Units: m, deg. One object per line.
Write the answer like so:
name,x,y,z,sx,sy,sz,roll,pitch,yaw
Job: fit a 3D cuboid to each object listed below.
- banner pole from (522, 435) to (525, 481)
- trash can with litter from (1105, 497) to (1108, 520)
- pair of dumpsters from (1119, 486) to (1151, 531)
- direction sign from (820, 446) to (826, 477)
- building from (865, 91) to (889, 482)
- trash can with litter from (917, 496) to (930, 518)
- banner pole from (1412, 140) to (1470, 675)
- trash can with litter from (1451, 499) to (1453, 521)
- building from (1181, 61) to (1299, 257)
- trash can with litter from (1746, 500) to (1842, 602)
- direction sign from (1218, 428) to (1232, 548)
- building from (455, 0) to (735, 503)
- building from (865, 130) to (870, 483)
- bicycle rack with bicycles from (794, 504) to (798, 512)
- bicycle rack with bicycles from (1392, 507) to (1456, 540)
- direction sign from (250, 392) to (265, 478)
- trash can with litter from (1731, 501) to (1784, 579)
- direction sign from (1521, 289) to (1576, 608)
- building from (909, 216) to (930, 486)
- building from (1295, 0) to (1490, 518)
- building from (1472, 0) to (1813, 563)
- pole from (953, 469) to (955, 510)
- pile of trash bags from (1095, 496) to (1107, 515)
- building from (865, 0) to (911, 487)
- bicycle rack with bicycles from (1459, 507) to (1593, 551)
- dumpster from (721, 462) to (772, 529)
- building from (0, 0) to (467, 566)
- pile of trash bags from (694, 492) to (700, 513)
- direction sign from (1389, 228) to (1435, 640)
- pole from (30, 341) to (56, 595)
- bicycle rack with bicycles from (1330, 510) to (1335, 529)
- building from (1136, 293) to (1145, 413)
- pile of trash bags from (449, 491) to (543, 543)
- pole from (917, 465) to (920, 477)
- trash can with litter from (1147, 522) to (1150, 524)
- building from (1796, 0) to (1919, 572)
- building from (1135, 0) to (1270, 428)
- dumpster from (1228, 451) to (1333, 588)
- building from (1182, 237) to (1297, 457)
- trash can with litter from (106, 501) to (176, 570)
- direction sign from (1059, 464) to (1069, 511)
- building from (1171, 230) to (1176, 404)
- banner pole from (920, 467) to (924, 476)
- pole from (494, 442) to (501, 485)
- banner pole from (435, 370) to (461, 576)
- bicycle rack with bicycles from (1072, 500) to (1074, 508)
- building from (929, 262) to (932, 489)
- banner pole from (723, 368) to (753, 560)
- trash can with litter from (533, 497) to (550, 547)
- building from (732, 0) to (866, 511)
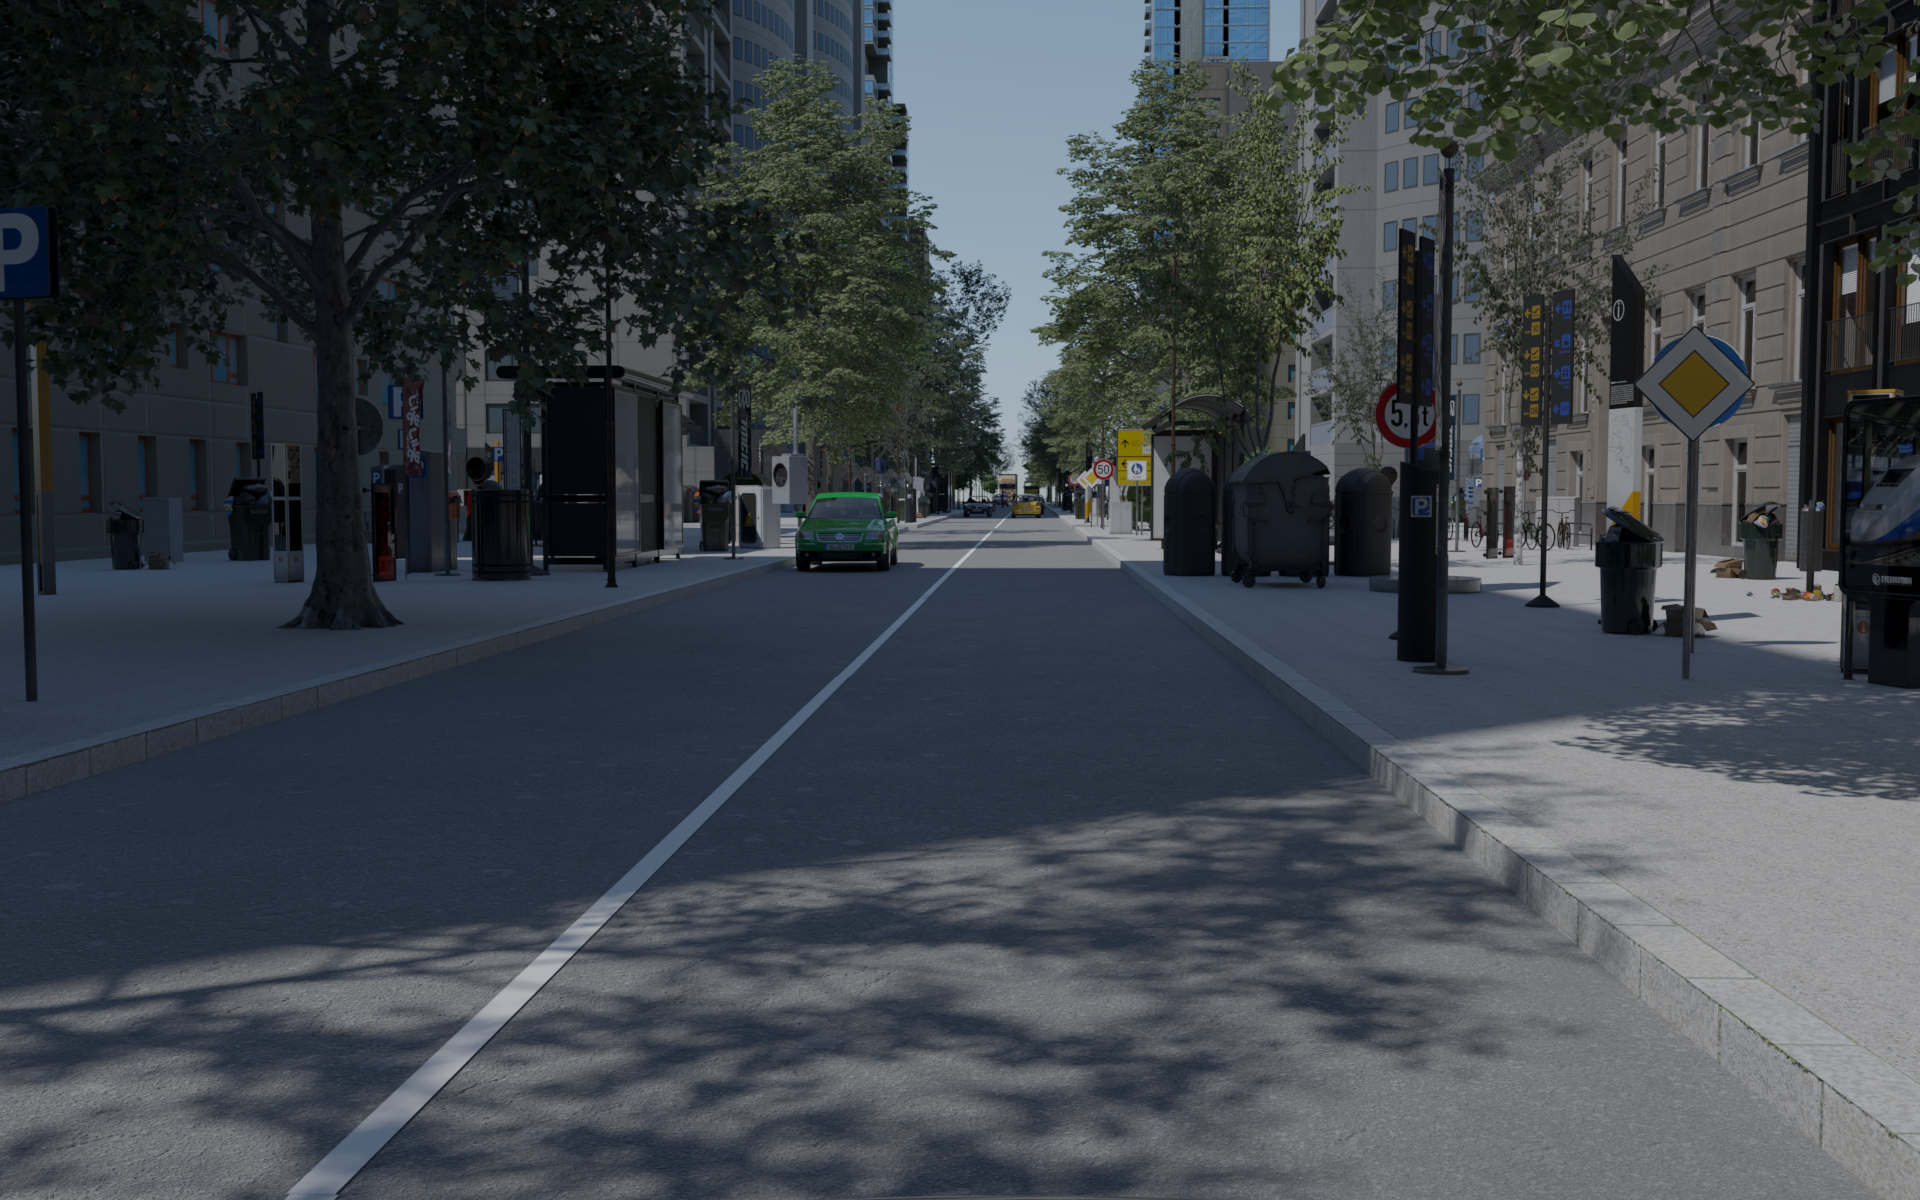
banner pole,-13.833,-3.989,55.236,0.401,3.779,0.863,0,4,6
trash can with litter,7.495,-4.407,83.443,1.055,1.170,0.624,-1,4,-19
pair of dumpsters,6.551,-3.607,61.469,1.574,2.255,4.437,0,4,2
direction sign,-6.193,-5.458,81.242,0.876,3.537,0.379,-2,4,-35
building,-19.836,-35.435,203.071,21.300,48.544,21.600,0,4,2
trash can with litter,-1.978,-4.913,91.708,0.624,1.170,1.055,1,4,11
banner pole,3.376,-1.353,12.139,0.401,3.779,0.863,1,4,21
trash can with litter,23.486,-4.286,81.465,1.055,1.170,0.624,-3,5,-44
building,28.223,-29.598,167.514,14.154,41.232,14.086,0,4,2
trash can with litter,10.653,-0.632,21.392,1.678,1.210,2.233,2,4,29
direction sign,6.280,-3.014,41.276,0.379,3.537,0.876,-1,4,-14
building,-21.693,-40.361,98.155,20.563,71.187,20.611,0,4,2
building,-17.273,-30.663,184.936,14.154,41.232,14.086,0,4,2
bicycle rack with bicycles,-11.042,-6.799,124.552,2.925,0.926,2.852,1,4,23
bicycle rack with bicycles,13.067,-2.128,48.168,2.852,0.926,2.925,1,4,19
direction sign,-15.669,-2.856,38.690,0.379,3.537,0.876,-3,4,-37
trash can with litter,11.861,-0.905,26.184,0.624,1.170,1.055,-2,4,-31
direction sign,6.627,-1.688,19.597,0.379,3.537,0.876,-1,4,-19
building,-12.268,-38.653,282.079,14.600,45.320,14.200,0,4,2
building,33.743,-33.692,92.860,28.212,58.520,21.231,0,4,2
building,21.474,-14.930,41.376,12.463,27.353,25.104,0,4,2
pole,-0.477,-8.940,140.008,0.158,3.312,0.155,0,3,0
pile of trash bags,8.643,-5.969,107.338,3.447,1.369,1.912,3,5,44
building,-17.648,-57.847,258.462,22.319,86.520,31.000,0,4,2
bicycle rack with bicycles,13.369,-1.638,40.167,2.852,0.926,2.925,0,4,1
dumpster,-6.412,-3.012,51.736,1.502,2.255,1.985,0,4,2
building,-31.127,-12.097,42.829,28.899,21.520,27.650,0,4,2
pile of trash bags,-12.439,-4.335,80.637,3.447,1.369,1.912,3,4,36
direction sign,3.987,-1.419,15.205,0.379,3.537,0.876,2,4,33
pole,-11.649,-1.722,22.000,0.158,3.312,0.155,0,3,0
bicycle rack with bicycles,12.889,-3.019,62.739,2.925,0.926,2.852,2,4,25
building,42.631,-36.895,295.116,32.217,40.220,23.993,0,4,2
pile of trash bags,-12.777,-2.287,47.146,1.912,1.369,3.447,2,4,30
pole,-2.903,-7.847,122.135,0.158,3.312,0.155,0,3,0
trash can with litter,8.347,-3.803,73.567,0.624,1.170,1.055,-2,4,-32
building,20.269,-11.706,21.069,12.332,23.373,15.834,0,4,2
building,36.056,-58.338,266.501,22.319,86.520,31.000,0,4,2
dumpster,4.482,-1.132,24.261,1.264,1.857,1.865,0,4,2
building,31.096,-17.468,130.636,27.650,21.520,28.899,0,4,2
trash can with litter,-13.946,-1.109,29.517,1.055,1.170,0.624,-1,4,-10
direction sign,7.751,-8.362,128.722,0.876,3.537,0.379,-2,4,-31
building,29.050,-25.101,182.106,14.160,30.474,14.107,0,4,2
banner pole,-3.232,-9.615,147.214,0.401,3.779,0.863,2,4,27
pole,-17.991,-4.500,67.412,0.158,3.312,0.155,0,3,0
banner pole,-8.102,-2.286,27.391,0.401,3.779,0.863,-1,4,-8
bicycle rack with bicycles,10.460,-7.982,143.894,2.925,0.926,2.852,1,4,18
building,-12.254,-37.495,296.628,14.154,41.232,14.086,0,4,2
banner pole,-4.346,-2.703,34.205,0.401,3.779,0.863,2,4,29
trash can with litter,-10.427,-1.925,42.523,2.233,1.210,1.678,3,4,36
building,-20.709,-38.007,163.420,21.231,58.520,28.212,0,4,2
